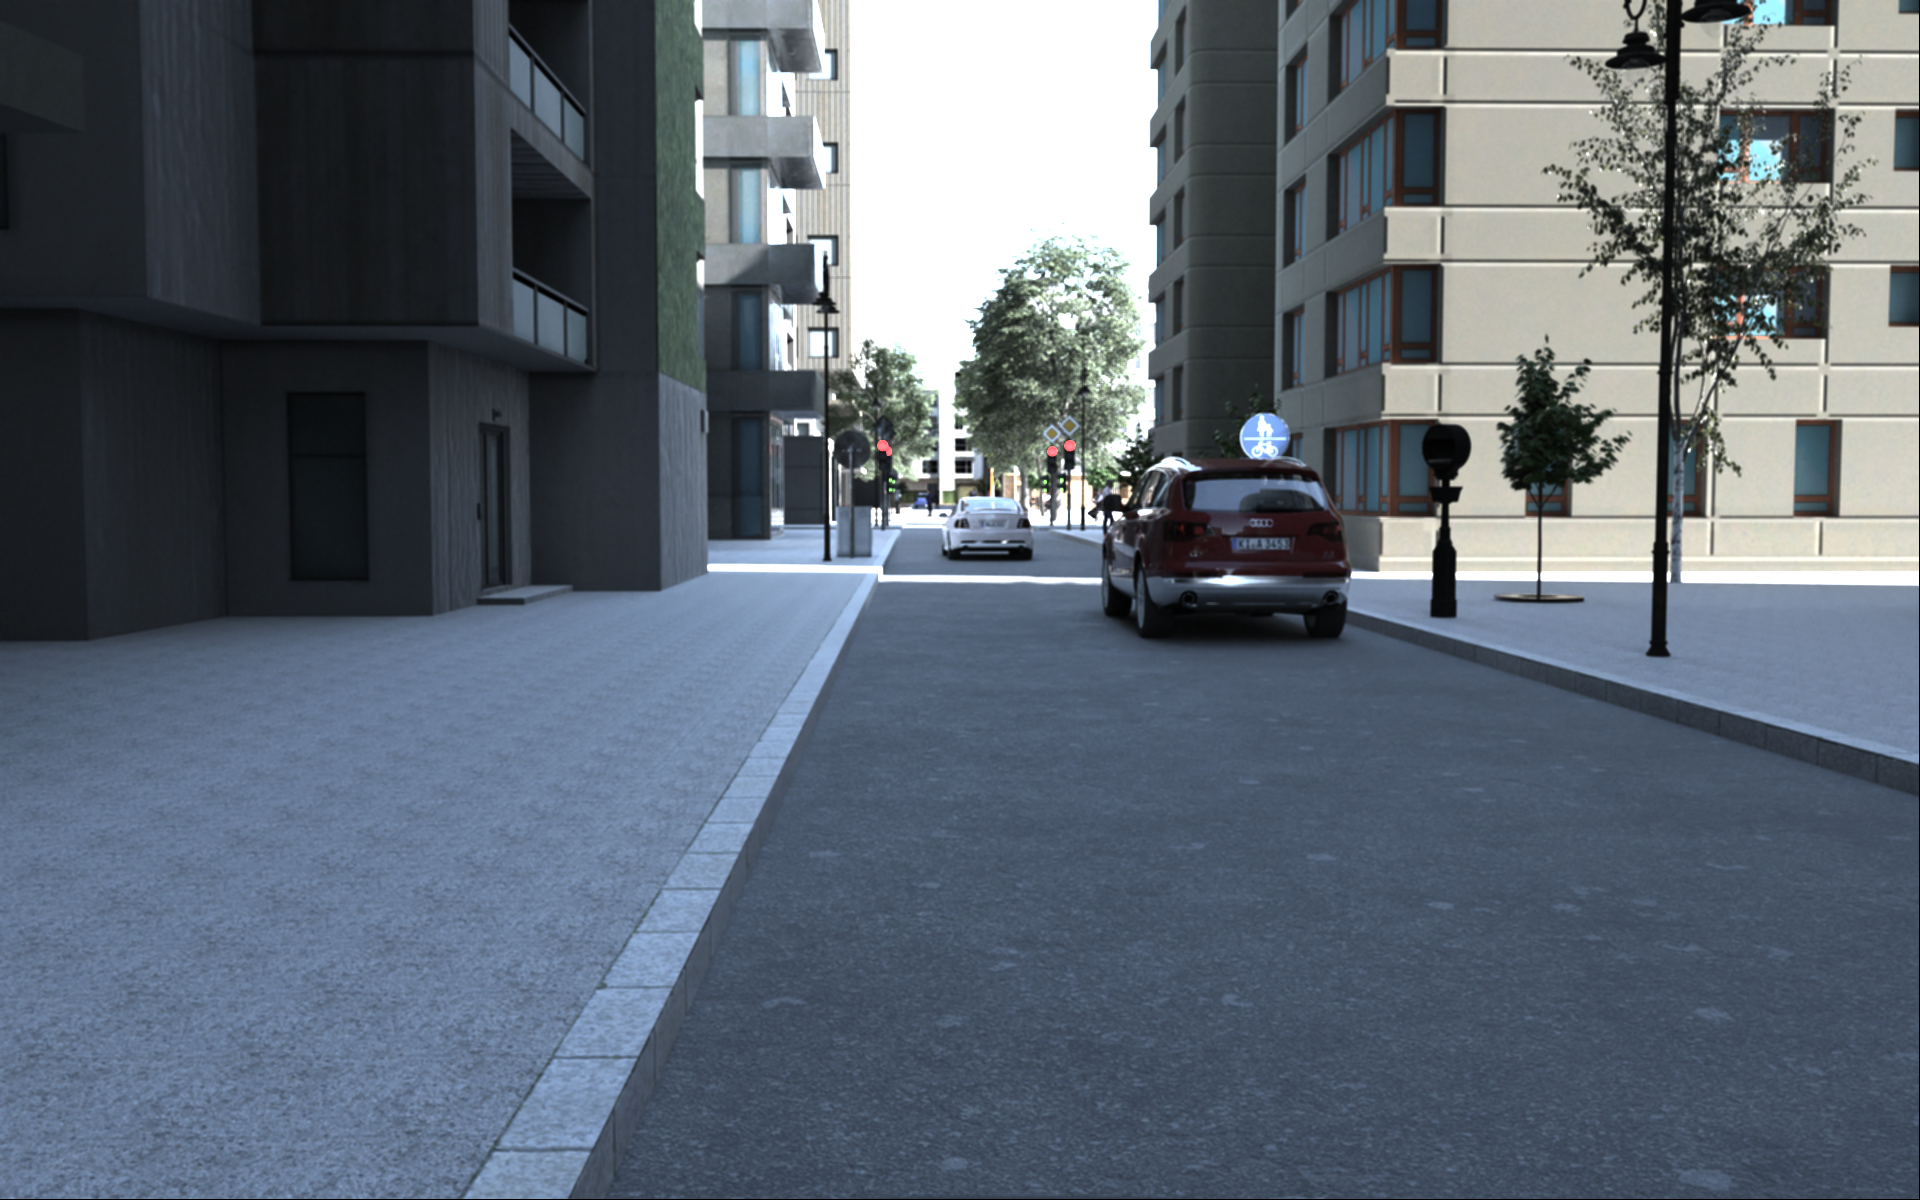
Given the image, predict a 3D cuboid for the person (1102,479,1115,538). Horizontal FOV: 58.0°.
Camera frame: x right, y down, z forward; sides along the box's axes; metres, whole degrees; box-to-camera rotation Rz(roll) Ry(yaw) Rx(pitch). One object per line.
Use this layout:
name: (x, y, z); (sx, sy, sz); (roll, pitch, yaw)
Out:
person: (4.335, -2.642, 50.182); (0.436, 1.711, 0.756); (0, 4, 3)

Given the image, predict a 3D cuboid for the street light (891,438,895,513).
street light: (-4.516, -8.775, 116.266); (0.468, 5.910, 1.993); (0, 4, -1)

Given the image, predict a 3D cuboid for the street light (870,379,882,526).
street light: (-3.350, -5.905, 69.336); (0.468, 5.910, 1.993); (0, 4, -1)

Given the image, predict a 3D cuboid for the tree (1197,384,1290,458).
tree: (5.199, -2.163, 29.970); (1.663, 3.219, 1.824); (0, 3, 0)

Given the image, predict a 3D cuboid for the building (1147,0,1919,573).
building: (20.306, -12.067, 42.329); (27.650, 21.520, 28.899); (0, 4, -1)

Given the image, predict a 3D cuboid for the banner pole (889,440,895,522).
banner pole: (-3.169, -5.482, 79.645); (0.401, 3.779, 0.863); (0, 4, 4)

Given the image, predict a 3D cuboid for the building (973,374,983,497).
building: (9.700, -21.889, 214.301); (16.016, 20.091, 11.380); (0, 4, -1)

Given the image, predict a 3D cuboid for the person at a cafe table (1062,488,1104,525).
person at a cafe table: (5.448, -3.932, 72.803); (1.622, 1.524, 1.698); (-2, 4, -24)

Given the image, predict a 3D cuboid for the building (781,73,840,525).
building: (-16.120, -39.276, 80.421); (20.563, 71.187, 20.611); (0, 4, -1)

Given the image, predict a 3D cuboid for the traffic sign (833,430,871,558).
traffic sign: (-2.166, -2.114, 34.663); (0.768, 2.556, 0.104); (0, 4, 8)

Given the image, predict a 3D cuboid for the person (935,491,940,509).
person: (-2.174, -9.781, 169.344); (0.530, 1.710, 0.541); (0, 4, 4)

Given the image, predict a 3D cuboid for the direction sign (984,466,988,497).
direction sign: (2.099, -8.998, 139.117); (0.379, 3.537, 0.876); (-1, 4, -20)

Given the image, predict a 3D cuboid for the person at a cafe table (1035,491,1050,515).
person at a cafe table: (5.703, -6.132, 108.780); (1.622, 1.524, 1.698); (0, 4, 8)

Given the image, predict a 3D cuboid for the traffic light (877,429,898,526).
traffic light: (-2.887, -4.904, 69.104); (0.839, 4.253, 0.868); (0, 4, -1)

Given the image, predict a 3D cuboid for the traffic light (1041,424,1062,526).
traffic light: (3.652, -4.915, 69.277); (0.839, 4.253, 0.868); (0, 4, -1)

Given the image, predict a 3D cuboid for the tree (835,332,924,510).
tree: (-6.052, -14.140, 137.836); (9.857, 13.997, 8.962); (0, 3, 0)

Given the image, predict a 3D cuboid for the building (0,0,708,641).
building: (-10.928, -20.561, 19.766); (14.154, 41.232, 14.086); (0, 4, -1)

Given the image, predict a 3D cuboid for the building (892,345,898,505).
building: (-23.716, -21.069, 210.939); (31.486, 18.905, 16.747); (0, 4, -1)

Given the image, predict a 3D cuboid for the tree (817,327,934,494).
tree: (-4.619, -9.984, 97.647); (7.601, 10.594, 8.767); (0, 4, 1)

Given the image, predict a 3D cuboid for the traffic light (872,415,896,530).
traffic light: (-2.695, -4.416, 61.121); (0.839, 4.253, 0.868); (0, 4, -1)

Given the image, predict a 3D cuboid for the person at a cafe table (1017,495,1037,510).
person at a cafe table: (5.577, -7.819, 138.698); (1.698, 1.238, 1.726); (3, 5, 43)

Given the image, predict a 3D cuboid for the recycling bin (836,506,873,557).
recycling bin: (-2.170, -1.412, 35.639); (0.722, 1.027, 0.722); (0, 4, -1)

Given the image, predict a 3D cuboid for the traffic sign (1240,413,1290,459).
traffic sign: (4.795, -1.664, 27.313); (0.768, 2.556, 0.104); (0, 4, 5)

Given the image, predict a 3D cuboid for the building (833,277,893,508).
building: (-20.441, -19.357, 160.455); (27.936, 21.610, 32.646); (0, 4, -1)

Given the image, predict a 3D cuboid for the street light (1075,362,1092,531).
street light: (4.323, -5.383, 60.793); (0.468, 5.910, 1.993); (0, 4, -1)

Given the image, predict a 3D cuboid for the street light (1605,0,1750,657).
street light: (5.538, -2.494, 13.560); (0.468, 5.910, 1.993); (0, 4, -1)

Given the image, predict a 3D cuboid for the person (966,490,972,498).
person: (1.284, -11.997, 202.903); (1.217, 1.735, 0.721); (0, 4, -4)

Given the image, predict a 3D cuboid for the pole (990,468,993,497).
pole: (2.404, -8.413, 131.399); (0.158, 3.312, 0.155); (0, 3, 0)

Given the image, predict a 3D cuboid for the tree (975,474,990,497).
tree: (2.126, -10.401, 164.659); (1.663, 3.219, 1.824); (0, 3, 0)

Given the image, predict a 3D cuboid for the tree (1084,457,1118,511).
tree: (11.077, -9.196, 134.064); (4.285, 4.588, 4.351); (0, 3, 0)

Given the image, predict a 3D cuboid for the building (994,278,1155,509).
building: (11.085, -18.399, 157.249); (16.016, 20.091, 11.380); (0, 4, -1)

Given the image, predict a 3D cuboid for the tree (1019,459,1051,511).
tree: (6.065, -9.250, 134.957); (4.285, 4.588, 4.351); (0, 3, 0)

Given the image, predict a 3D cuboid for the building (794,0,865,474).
building: (-20.083, -32.113, 114.279); (28.713, 52.752, 27.495); (0, 4, -1)

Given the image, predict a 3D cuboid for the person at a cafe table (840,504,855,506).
person at a cafe table: (-6.839, -5.267, 94.635); (1.698, 1.524, 1.622); (-2, 4, -24)

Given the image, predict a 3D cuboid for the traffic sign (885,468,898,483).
traffic sign: (-3.369, -5.123, 83.873); (0.768, 2.556, 0.104); (0, 4, 4)

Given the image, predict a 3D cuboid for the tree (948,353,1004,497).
tree: (2.831, -11.966, 121.405); (9.928, 11.665, 9.643); (0, 3, 0)

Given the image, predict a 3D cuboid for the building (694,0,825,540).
building: (-19.234, -26.125, 46.755); (30.456, 49.044, 23.786); (0, 4, -1)

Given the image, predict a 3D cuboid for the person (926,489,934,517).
person: (-1.971, -6.076, 108.552); (0.504, 1.737, 0.576); (1, 4, 22)

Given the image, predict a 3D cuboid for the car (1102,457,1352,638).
car: (2.756, -0.619, 18.800); (2.281, 1.827, 5.304); (0, 4, -2)

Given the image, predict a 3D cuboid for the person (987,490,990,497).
person: (2.533, -8.837, 152.002); (0.593, 1.643, 0.415); (-1, 4, -12)

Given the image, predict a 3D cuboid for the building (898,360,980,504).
building: (-2.575, -22.673, 237.166); (31.486, 18.905, 16.747); (0, 4, -1)

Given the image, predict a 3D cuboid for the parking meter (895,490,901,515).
parking meter: (-3.857, -6.079, 107.808); (0.372, 1.533, 0.369); (0, 3, 0)

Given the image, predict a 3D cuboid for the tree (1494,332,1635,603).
tree: (6.917, -1.597, 20.706); (1.663, 3.219, 1.824); (0, 3, 0)

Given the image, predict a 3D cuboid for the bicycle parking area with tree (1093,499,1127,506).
bicycle parking area with tree: (14.382, -8.422, 124.698); (9.016, 4.147, 8.231); (0, 4, -3)

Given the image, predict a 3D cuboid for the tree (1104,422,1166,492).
tree: (4.684, -3.166, 46.372); (1.663, 3.219, 1.824); (0, 3, 0)

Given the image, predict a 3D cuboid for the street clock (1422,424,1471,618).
street clock: (5.046, -0.822, 18.016); (0.358, 2.002, 0.471); (-2, 4, -30)

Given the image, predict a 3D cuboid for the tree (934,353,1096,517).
tree: (4.463, -9.969, 97.403); (8.767, 10.594, 7.601); (-3, 5, -42)

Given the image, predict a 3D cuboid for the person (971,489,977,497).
person: (1.398, -10.377, 175.573); (0.709, 1.838, 0.599); (-2, 4, -26)

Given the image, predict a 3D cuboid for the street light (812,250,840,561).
street light: (-2.545, -3.685, 33.035); (0.468, 5.910, 1.993); (0, 4, -1)

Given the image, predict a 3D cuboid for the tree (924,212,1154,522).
tree: (4.567, -10.609, 80.112); (9.857, 13.997, 8.962); (0, 3, 0)

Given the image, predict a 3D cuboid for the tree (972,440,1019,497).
tree: (2.998, -11.910, 145.084); (4.737, 8.622, 4.395); (0, 3, 0)

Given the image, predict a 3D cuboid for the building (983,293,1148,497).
building: (16.424, -21.313, 192.437); (27.936, 21.610, 32.646); (0, 4, -1)

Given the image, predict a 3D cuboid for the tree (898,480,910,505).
tree: (-6.945, -13.374, 213.265); (1.663, 3.219, 1.824); (0, 3, 0)

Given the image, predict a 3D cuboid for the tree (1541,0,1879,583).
tree: (10.584, -4.548, 24.727); (4.360, 8.622, 3.978); (0, 3, 0)

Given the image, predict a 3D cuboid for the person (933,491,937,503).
person: (-2.972, -12.831, 217.913); (0.705, 1.869, 1.348); (2, 4, 26)

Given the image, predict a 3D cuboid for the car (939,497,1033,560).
car: (0.580, -1.640, 39.168); (2.083, 1.381, 4.827); (0, 4, -3)

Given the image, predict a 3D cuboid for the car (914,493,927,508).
car: (-3.690, -10.101, 174.740); (1.945, 1.707, 3.694); (0, 3, 0)

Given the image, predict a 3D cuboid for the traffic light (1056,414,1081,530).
traffic light: (3.844, -4.426, 61.294); (0.839, 4.253, 0.868); (0, 4, -1)
